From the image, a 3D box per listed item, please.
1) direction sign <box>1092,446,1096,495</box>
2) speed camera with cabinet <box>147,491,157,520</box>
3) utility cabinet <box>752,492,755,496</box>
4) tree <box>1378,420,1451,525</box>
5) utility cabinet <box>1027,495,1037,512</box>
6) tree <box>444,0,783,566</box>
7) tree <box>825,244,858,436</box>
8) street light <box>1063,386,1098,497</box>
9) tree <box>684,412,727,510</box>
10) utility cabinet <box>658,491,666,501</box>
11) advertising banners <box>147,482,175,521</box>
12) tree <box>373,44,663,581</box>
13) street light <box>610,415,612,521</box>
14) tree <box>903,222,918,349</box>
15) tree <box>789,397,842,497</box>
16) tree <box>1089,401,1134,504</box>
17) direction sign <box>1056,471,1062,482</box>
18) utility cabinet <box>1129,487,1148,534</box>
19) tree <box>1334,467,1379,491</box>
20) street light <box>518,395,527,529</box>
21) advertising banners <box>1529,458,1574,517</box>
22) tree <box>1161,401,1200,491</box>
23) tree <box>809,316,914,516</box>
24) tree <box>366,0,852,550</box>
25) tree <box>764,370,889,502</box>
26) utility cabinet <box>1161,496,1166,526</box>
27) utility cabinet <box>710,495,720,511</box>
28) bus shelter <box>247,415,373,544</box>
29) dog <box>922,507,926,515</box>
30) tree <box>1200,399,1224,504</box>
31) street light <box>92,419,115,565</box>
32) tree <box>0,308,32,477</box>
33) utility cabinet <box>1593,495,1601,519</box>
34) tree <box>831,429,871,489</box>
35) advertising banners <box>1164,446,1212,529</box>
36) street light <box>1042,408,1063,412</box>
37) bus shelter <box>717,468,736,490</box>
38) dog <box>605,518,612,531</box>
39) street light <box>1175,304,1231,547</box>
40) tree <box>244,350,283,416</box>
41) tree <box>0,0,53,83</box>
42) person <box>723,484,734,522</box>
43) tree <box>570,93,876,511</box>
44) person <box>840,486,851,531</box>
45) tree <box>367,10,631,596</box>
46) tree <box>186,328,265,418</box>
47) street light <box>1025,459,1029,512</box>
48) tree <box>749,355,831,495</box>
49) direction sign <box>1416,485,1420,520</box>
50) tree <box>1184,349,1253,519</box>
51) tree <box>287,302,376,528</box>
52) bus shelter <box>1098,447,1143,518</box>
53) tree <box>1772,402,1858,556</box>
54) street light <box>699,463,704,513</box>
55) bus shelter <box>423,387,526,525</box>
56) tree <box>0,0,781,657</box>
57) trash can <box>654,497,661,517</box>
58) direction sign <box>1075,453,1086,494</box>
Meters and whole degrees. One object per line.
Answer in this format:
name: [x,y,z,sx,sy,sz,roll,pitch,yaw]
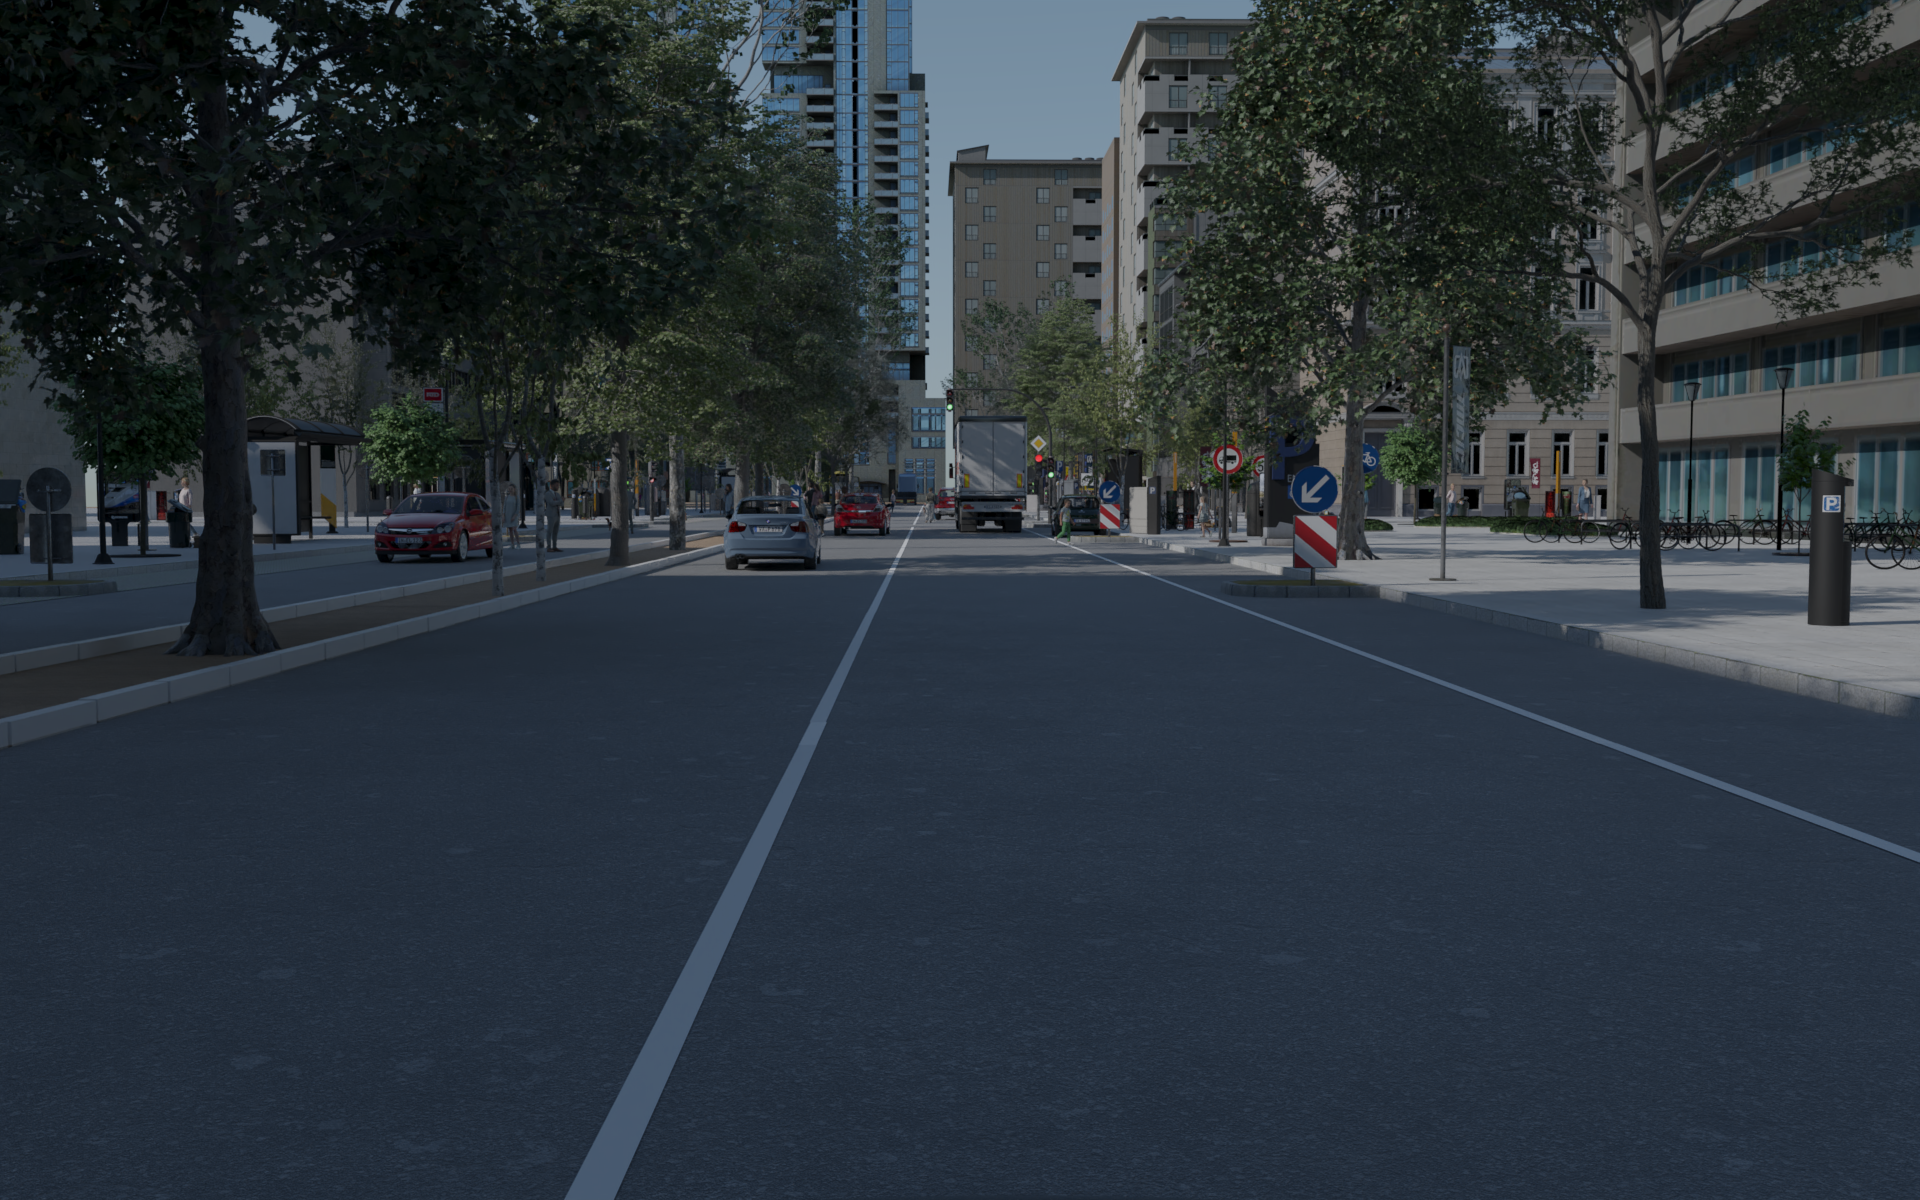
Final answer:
direction sign: [6.376,-5.514,82.144,0.379,3.537,0.876,1,4,16]
speed camera with cabinet: [-40.426,-5.583,85.624,0.660,3.252,2.038,3,4,36]
utility cabinet: [-18.126,-8.749,151.725,0.318,1.500,1.173,0,4,-7]
tree: [19.027,-5.422,72.362,4.285,4.588,4.351,0,3,0]
utility cabinet: [5.240,-6.893,123.869,1.020,1.237,0.306,3,5,44]
tree: [-6.899,-6.970,34.549,7.486,12.596,7.792,0,3,0]
tree: [-7.654,-8.840,65.123,7.486,12.596,7.792,0,3,0]
street light: [5.336,-6.239,74.552,1.470,5.913,1.316,0,4,-1]
tree: [-22.163,-11.846,144.049,4.737,8.622,4.395,0,3,0]
utility cabinet: [-21.030,-6.974,122.710,0.318,1.500,1.173,0,4,-2]
advertising banners: [-38.662,-5.364,83.897,2.074,3.025,0.090,-2,4,-30]
tree: [-6.891,-4.621,28.374,4.360,8.622,3.978,0,3,0]
street light: [-16.123,-6.760,83.060,1.470,5.913,1.316,0,4,-1]
tree: [-9.460,-14.830,100.809,12.611,20.169,13.585,0,3,0]
tree: [-7.714,-7.984,83.356,4.737,8.622,4.395,0,3,0]
tree: [10.932,-11.010,130.379,4.360,8.622,3.978,0,3,0]
direction sign: [8.954,-10.138,157.750,0.379,3.537,0.876,3,5,43]
utility cabinet: [5.896,-2.892,55.968,0.318,1.500,1.173,-1,4,-22]
tree: [15.349,-4.462,67.561,1.663,3.219,1.824,0,3,0]
street light: [-15.743,-5.614,64.333,1.470,5.913,1.316,0,4,-1]
advertising banners: [28.584,-5.355,83.739,2.074,3.025,0.090,1,4,22]
tree: [16.503,-10.710,125.465,4.360,8.622,3.978,0,3,0]
tree: [-8.291,-12.269,113.422,12.009,13.543,11.850,0,3,0]
tree: [-8.438,-11.381,44.420,12.611,20.169,13.585,0,3,0]
tree: [-7.869,-9.423,90.942,8.767,10.594,7.601,0,4,-1]
utility cabinet: [8.114,-3.558,69.331,0.306,1.237,1.020,1,4,10]
utility cabinet: [-19.794,-7.824,139.089,0.306,1.237,1.020,-2,4,-26]
bus shelter: [-17.872,-3.256,47.159,2.014,3.302,5.546,0,4,-1]
dog: [-2.340,-6.227,121.091,0.406,0.507,0.540,2,4,25]
tree: [13.523,-9.233,101.328,4.737,8.622,4.395,0,3,0]
street light: [-15.136,-3.608,31.527,1.470,5.913,1.316,0,4,-1]
tree: [-26.218,-5.751,44.398,4.737,8.622,4.395,0,3,0]
utility cabinet: [30.652,-4.414,83.334,0.306,1.237,1.020,1,4,18]
tree: [-8.310,-10.395,122.776,4.360,8.622,3.978,0,3,0]
advertising banners: [8.311,-4.090,63.063,2.074,3.025,0.090,-2,4,-27]
street light: [5.048,-7.373,93.093,1.470,5.913,1.316,0,4,-1]
bus shelter: [-17.969,-8.769,137.299,2.014,3.302,5.546,0,4,-1]
dog: [-13.526,-2.950,67.520,0.540,0.507,0.406,-2,4,-25]
street light: [5.943,-4.268,42.329,1.470,5.913,1.316,0,4,-1]
tree: [-23.606,-6.309,53.507,4.360,8.622,3.978,0,3,0]
tree: [-6.383,-3.387,8.205,4.360,8.622,3.978,0,3,0]
person: [-7.877,-3.129,59.930,0.793,1.790,0.793,1,4,11]
tree: [-7.153,-8.992,56.126,9.857,13.997,8.962,0,3,0]
person: [-4.542,-3.545,67.053,0.643,1.750,0.593,0,4,5]
tree: [-6.420,-4.338,23.742,4.737,8.622,4.395,0,3,0]
tree: [-24.428,-6.683,59.630,4.737,8.622,4.395,0,3,0]
street light: [4.392,-9.372,125.767,1.470,5.913,1.316,0,4,-1]
tree: [-7.646,-7.321,72.513,4.360,8.622,3.978,0,3,0]
direction sign: [22.720,-5.746,85.940,0.379,3.537,0.876,1,4,10]
tree: [15.227,-9.493,89.621,7.601,10.594,8.767,-1,4,-18]
tree: [-23.387,-7.050,65.630,4.360,8.622,3.978,0,3,0]
bus shelter: [8.252,-5.982,89.084,1.731,3.624,6.357,0,4,-1]
tree: [17.398,-2.530,35.969,1.663,3.219,1.824,0,3,0]
street light: [-16.718,-8.740,115.441,1.470,5.913,1.316,0,4,-1]
bus shelter: [-19.086,-5.509,67.706,2.179,5.291,8.768,0,4,-1]
tree: [-6.612,-5.867,15.394,9.611,12.733,9.660,0,3,0]
trash can: [-17.035,-5.215,96.914,0.748,1.137,0.748,0,3,0]
direction sign: [6.667,-6.321,95.345,0.876,3.537,0.379,3,5,40]
